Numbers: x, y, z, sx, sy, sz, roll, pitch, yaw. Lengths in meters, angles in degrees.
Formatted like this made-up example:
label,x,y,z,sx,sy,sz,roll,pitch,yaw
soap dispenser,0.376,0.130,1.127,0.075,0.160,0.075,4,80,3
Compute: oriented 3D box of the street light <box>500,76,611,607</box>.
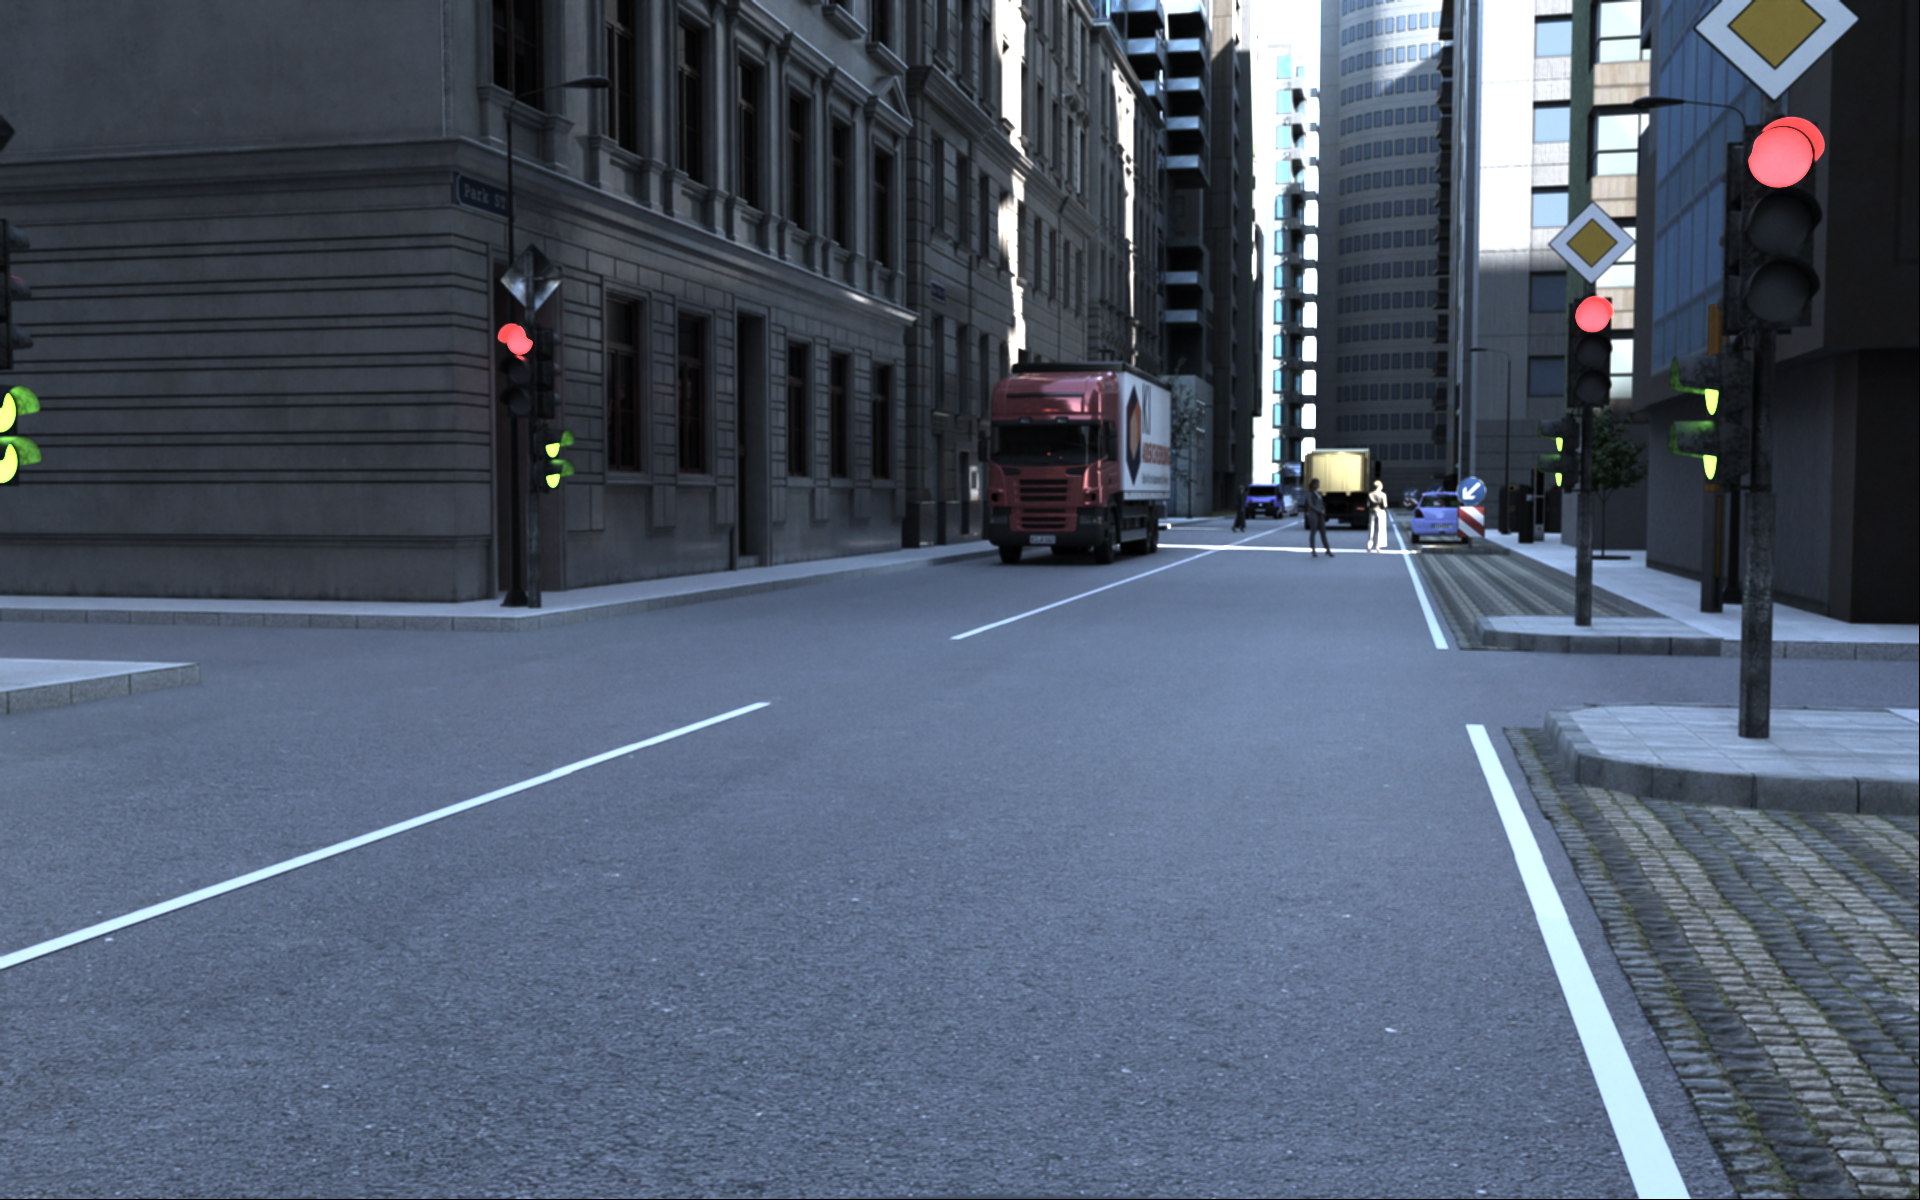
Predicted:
label,x,y,z,sx,sy,sz,roll,pitch,yaw
street light,-4.556,-2.874,19.525,1.470,5.913,1.316,1,4,14

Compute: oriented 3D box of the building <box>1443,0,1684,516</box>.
label,x,y,z,sx,sy,sz,roll,pitch,yaw
building,42.887,-29.058,125.213,14.600,45.320,14.200,1,4,14

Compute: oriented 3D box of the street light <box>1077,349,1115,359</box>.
label,x,y,z,sx,sy,sz,roll,pitch,yaw
street light,4.261,-5.081,55.613,1.470,5.913,1.316,1,4,14

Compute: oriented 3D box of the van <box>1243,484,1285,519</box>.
label,x,y,z,sx,sy,sz,roll,pitch,yaw
van,17.613,-5.859,100.178,2.240,2.365,5.245,1,4,15

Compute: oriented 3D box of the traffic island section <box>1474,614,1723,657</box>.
label,x,y,z,sx,sy,sz,roll,pitch,yaw
traffic island section,6.103,0.329,16.907,2.009,0.180,2.903,1,4,14

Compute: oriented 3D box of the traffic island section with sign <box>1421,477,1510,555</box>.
label,x,y,z,sx,sy,sz,roll,pitch,yaw
traffic island section with sign,12.134,-2.019,41.642,1.989,1.847,2.006,1,4,14

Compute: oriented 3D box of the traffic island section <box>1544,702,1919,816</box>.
label,x,y,z,sx,sy,sz,roll,pitch,yaw
traffic island section,4.215,0.803,9.147,2.009,0.180,2.903,1,4,14

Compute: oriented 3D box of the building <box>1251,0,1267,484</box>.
label,x,y,z,sx,sy,sz,roll,pitch,yaw
building,13.163,-34.580,154.629,27.495,52.752,28.713,1,4,14

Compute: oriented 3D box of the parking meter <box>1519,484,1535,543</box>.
label,x,y,z,sx,sy,sz,roll,pitch,yaw
parking meter,14.791,-2.251,45.215,0.372,1.533,0.369,0,3,0

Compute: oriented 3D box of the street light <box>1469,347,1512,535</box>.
label,x,y,z,sx,sy,sz,roll,pitch,yaw
street light,16.808,-5.038,54.911,1.470,5.913,1.316,1,4,14

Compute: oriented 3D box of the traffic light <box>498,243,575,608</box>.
label,x,y,z,sx,sy,sz,roll,pitch,yaw
traffic light,-4.783,-1.865,19.416,0.839,4.253,0.868,1,4,14

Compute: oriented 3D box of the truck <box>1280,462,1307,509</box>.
label,x,y,z,sx,sy,sz,roll,pitch,yaw
truck,29.743,-9.910,151.792,2.967,4.110,18.799,1,4,12

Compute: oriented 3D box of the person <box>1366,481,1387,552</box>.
label,x,y,z,sx,sy,sz,roll,pitch,yaw
person,10.356,-2.072,42.927,0.519,1.759,0.362,2,4,34

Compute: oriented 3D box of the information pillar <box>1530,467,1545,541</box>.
label,x,y,z,sx,sy,sz,roll,pitch,yaw
information pillar,15.742,-2.615,47.242,0.304,2.012,0.304,-1,4,-10

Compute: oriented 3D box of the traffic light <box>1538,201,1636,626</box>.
label,x,y,z,sx,sy,sz,roll,pitch,yaw
traffic light,6.066,-1.705,16.802,0.839,4.253,0.868,1,4,14

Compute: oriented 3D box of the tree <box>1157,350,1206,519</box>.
label,x,y,z,sx,sy,sz,roll,pitch,yaw
tree,10.407,-8.386,87.466,4.360,8.622,3.978,0,3,0

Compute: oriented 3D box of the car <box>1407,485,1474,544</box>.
label,x,y,z,sx,sy,sz,roll,pitch,yaw
car,14.118,-2.522,50.818,1.945,1.707,3.694,1,4,14

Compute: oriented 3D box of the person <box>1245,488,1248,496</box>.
label,x,y,z,sx,sy,sz,roll,pitch,yaw
person,21.261,-7.406,127.834,0.721,1.736,1.217,1,4,16

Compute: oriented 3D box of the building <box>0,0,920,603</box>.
label,x,y,z,sx,sy,sz,roll,pitch,yaw
building,-8.435,-11.874,30.295,11.583,22.565,21.152,1,4,14

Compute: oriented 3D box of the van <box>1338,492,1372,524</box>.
label,x,y,z,sx,sy,sz,roll,pitch,yaw
van,19.600,-4.809,85.646,2.013,2.044,4.112,1,4,15

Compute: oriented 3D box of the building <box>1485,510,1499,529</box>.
label,x,y,z,sx,sy,sz,roll,pitch,yaw
building,32.209,-32.438,72.365,21.231,58.520,28.212,1,4,14

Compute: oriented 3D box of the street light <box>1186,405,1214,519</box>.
label,x,y,z,sx,sy,sz,roll,pitch,yaw
street light,12.515,-7.198,90.232,1.470,5.913,1.316,1,4,14

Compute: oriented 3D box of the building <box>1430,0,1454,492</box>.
label,x,y,z,sx,sy,sz,roll,pitch,yaw
building,51.501,-30.054,146.010,22.147,44.769,28.867,1,4,14

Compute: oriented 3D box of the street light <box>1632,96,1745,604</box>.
label,x,y,z,sx,sy,sz,roll,pitch,yaw
street light,8.548,-2.921,20.292,1.470,5.913,1.316,1,4,14

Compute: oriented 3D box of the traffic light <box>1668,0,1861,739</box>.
label,x,y,z,sx,sy,sz,roll,pitch,yaw
traffic light,4.178,-1.231,9.043,0.839,4.253,0.868,1,4,14

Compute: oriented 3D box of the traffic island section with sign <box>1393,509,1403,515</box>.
label,x,y,z,sx,sy,sz,roll,pitch,yaw
traffic island section with sign,30.188,-6.554,115.782,1.989,1.847,2.006,1,4,14

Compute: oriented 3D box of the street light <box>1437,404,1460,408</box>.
label,x,y,z,sx,sy,sz,roll,pitch,yaw
street light,25.322,-7.151,89.467,1.470,5.913,1.316,1,4,14

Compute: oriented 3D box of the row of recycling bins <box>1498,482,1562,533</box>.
label,x,y,z,sx,sy,sz,roll,pitch,yaw
row of recycling bins,19.538,-3.080,57.472,1.069,1.692,3.534,-3,5,-44

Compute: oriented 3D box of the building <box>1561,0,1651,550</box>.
label,x,y,z,sx,sy,sz,roll,pitch,yaw
building,22.763,-22.014,43.531,14.154,41.232,14.086,1,4,14

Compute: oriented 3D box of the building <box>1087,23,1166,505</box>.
label,x,y,z,sx,sy,sz,roll,pitch,yaw
building,2.779,-13.765,74.212,9.793,20.994,18.267,1,4,14

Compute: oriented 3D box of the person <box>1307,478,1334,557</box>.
label,x,y,z,sx,sy,sz,roll,pitch,yaw
person,8.230,-1.881,39.535,0.573,1.790,0.520,2,4,33

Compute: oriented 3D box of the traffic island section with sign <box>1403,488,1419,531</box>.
label,x,y,z,sx,sy,sz,roll,pitch,yaw
traffic island section with sign,18.517,-3.622,67.844,1.989,1.847,2.006,1,4,14

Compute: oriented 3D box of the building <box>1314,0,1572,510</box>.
label,x,y,z,sx,sy,sz,roll,pitch,yaw
building,51.392,-38.975,179.237,28.212,58.520,21.231,1,4,14

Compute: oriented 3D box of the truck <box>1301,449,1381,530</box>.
label,x,y,z,sx,sy,sz,roll,pitch,yaw
truck,15.995,-4.723,73.149,3.469,3.379,9.791,1,4,13

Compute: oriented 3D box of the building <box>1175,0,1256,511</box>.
label,x,y,z,sx,sy,sz,roll,pitch,yaw
building,14.702,-27.388,131.389,14.154,41.232,14.086,1,4,14

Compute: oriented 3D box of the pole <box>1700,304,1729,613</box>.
label,x,y,z,sx,sy,sz,roll,pitch,yaw
pole,8.150,-1.519,18.682,0.158,3.312,0.155,0,3,0

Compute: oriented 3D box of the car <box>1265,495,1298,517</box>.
label,x,y,z,sx,sy,sz,roll,pitch,yaw
car,20.863,-6.111,112.276,2.083,1.381,4.827,1,4,15

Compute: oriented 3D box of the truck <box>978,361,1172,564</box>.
label,x,y,z,sx,sy,sz,roll,pitch,yaw
truck,2.842,-3.066,39.048,2.839,4.237,11.283,1,4,14

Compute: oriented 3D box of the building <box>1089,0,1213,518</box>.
label,x,y,z,sx,sy,sz,roll,pitch,yaw
building,5.522,-48.710,109.077,22.319,86.520,31.000,1,4,14

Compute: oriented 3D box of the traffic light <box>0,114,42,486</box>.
label,x,y,z,sx,sy,sz,roll,pitch,yaw
traffic light,-6.671,-1.391,11.656,0.839,4.253,0.868,1,4,14

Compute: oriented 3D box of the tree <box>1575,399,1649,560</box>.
label,x,y,z,sx,sy,sz,roll,pitch,yaw
tree,12.689,-2.417,34.119,1.663,3.219,1.824,0,3,0

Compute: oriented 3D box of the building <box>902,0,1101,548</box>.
label,x,y,z,sx,sy,sz,roll,pitch,yaw
building,-3.573,-15.646,53.068,12.463,27.353,25.104,1,4,14

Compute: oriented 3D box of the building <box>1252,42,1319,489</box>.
label,x,y,z,sx,sy,sz,roll,pitch,yaw
building,22.969,-34.689,186.774,30.456,49.044,23.786,1,4,14

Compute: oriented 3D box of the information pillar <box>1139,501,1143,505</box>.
label,x,y,z,sx,sy,sz,roll,pitch,yaw
information pillar,7.249,-3.945,68.995,0.304,2.012,0.304,1,4,8

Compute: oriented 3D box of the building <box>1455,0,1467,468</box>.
label,x,y,z,sx,sy,sz,roll,pitch,yaw
building,44.078,-31.376,102.242,28.713,52.752,27.495,1,4,14

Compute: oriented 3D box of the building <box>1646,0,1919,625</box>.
label,x,y,z,sx,sy,sz,roll,pitch,yaw
building,16.877,-22.657,20.553,14.200,45.320,14.600,1,4,14

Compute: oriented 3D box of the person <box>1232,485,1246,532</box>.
label,x,y,z,sx,sy,sz,roll,pitch,yaw
person,10.601,-3.462,65.524,0.534,1.772,0.576,-3,4,-37
